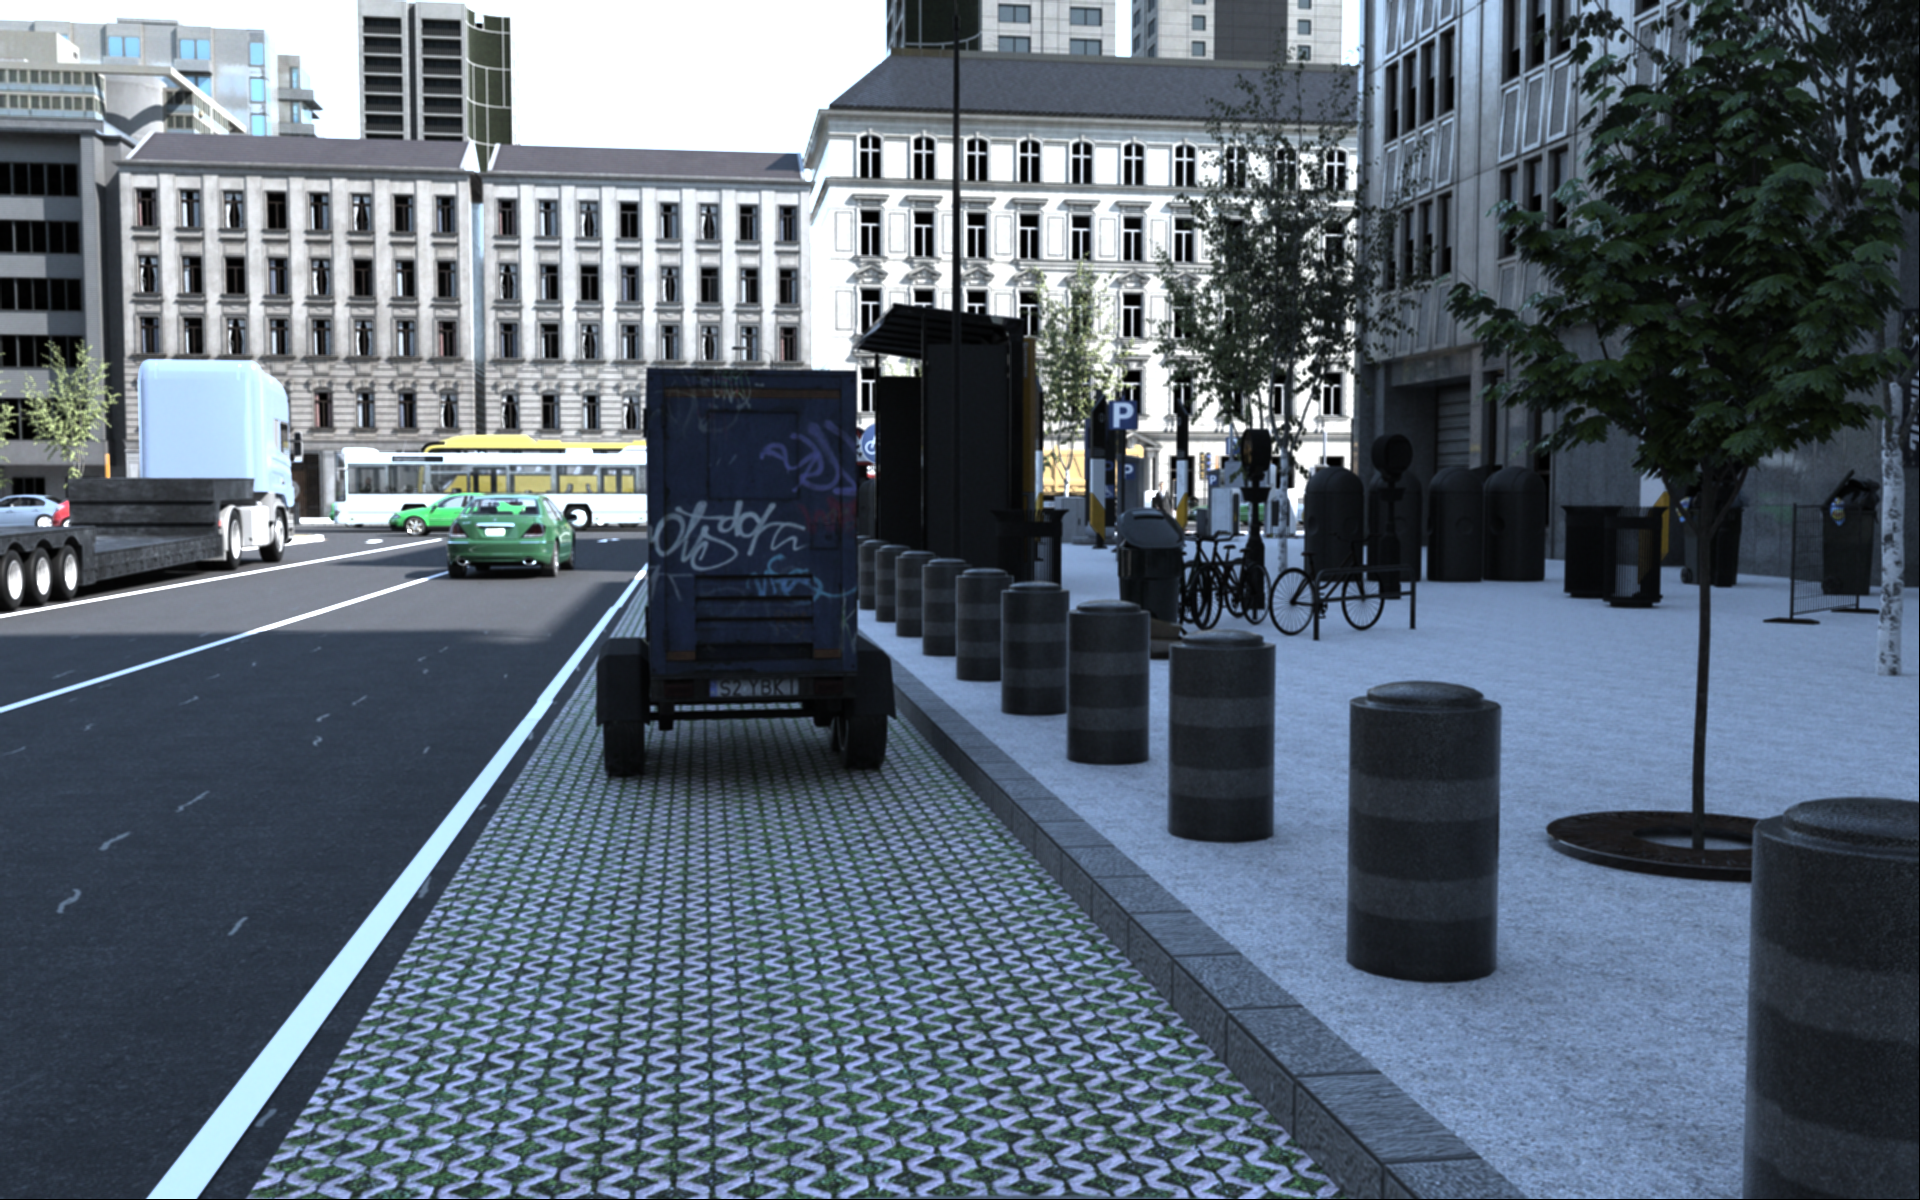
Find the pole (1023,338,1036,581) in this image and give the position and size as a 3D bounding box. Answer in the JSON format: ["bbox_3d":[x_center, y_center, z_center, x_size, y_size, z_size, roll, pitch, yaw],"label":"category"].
[{"bbox_3d":[0.890,-1.769,22.771,0.158,3.312,0.155,0,3,0],"label":"pole"}]

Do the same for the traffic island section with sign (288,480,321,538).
[{"bbox_3d":[-20.758,-2.757,53.206,2.006,1.907,1.989,-1,4,-8],"label":"traffic island section with sign"}]

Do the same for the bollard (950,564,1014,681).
[{"bbox_3d":[0.172,0.165,12.024,0.404,0.777,0.398,0,3,0],"label":"bollard"}]

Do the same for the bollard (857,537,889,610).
[{"bbox_3d":[-0.929,-0.283,19.337,0.404,0.777,0.398,0,3,0],"label":"bollard"}]

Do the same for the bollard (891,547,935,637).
[{"bbox_3d":[-0.381,-0.058,15.673,0.404,0.777,0.398,0,3,0],"label":"bollard"}]

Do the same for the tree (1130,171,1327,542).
[{"bbox_3d":[6.331,-5.412,38.848,4.737,8.622,4.395,0,3,0],"label":"tree"}]

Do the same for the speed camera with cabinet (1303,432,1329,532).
[{"bbox_3d":[11.469,-3.760,55.817,0.660,3.252,2.038,0,4,5],"label":"speed camera with cabinet"}]

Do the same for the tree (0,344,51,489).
[{"bbox_3d":[-47.565,-8.160,83.786,4.737,8.622,4.395,0,3,0],"label":"tree"}]

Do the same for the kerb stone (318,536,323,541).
[{"bbox_3d":[-19.658,-1.884,53.006,0.120,0.150,1.000,-1,4,-8],"label":"kerb stone"}]

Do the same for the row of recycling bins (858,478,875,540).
[{"bbox_3d":[-1.735,-2.290,44.551,1.069,1.692,3.534,-2,4,-23],"label":"row of recycling bins"}]

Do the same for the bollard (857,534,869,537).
[{"bbox_3d":[-1.198,-0.394,21.163,0.404,0.777,0.398,0,3,0],"label":"bollard"}]

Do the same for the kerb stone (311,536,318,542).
[{"bbox_3d":[-19.515,-1.818,51.986,0.120,0.150,1.000,-1,4,-8],"label":"kerb stone"}]

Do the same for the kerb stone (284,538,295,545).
[{"bbox_3d":[-19.052,-1.636,48.940,0.120,0.150,1.000,-1,4,-8],"label":"kerb stone"}]

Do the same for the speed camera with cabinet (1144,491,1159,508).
[{"bbox_3d":[10.098,-6.190,95.540,2.038,3.252,0.660,-1,4,-15],"label":"speed camera with cabinet"}]

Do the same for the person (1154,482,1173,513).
[{"bbox_3d":[7.088,-3.186,60.372,0.659,1.850,0.755,0,4,8],"label":"person"}]

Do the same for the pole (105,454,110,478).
[{"bbox_3d":[-43.207,-5.748,87.824,0.158,3.312,0.155,0,3,0],"label":"pole"}]

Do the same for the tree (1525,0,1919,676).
[{"bbox_3d":[6.376,-3.766,11.933,4.360,8.622,3.978,0,3,0],"label":"tree"}]

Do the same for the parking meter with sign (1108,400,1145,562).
[{"bbox_3d":[3.288,-2.254,33.109,0.543,3.016,1.738,1,4,17],"label":"parking meter with sign"}]

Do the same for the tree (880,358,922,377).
[{"bbox_3d":[-2.672,-8.598,90.939,4.737,8.622,4.395,0,3,0],"label":"tree"}]

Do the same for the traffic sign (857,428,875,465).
[{"bbox_3d":[-1.963,-1.968,32.180,0.884,2.594,0.081,0,4,-8],"label":"traffic sign"}]

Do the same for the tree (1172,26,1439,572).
[{"bbox_3d":[5.559,-4.769,28.338,4.360,8.622,3.978,0,3,0],"label":"tree"}]

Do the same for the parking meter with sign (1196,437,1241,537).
[{"bbox_3d":[7.818,-3.435,52.417,0.543,3.016,1.738,3,5,43],"label":"parking meter with sign"}]

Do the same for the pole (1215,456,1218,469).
[{"bbox_3d":[13.640,-6.004,92.014,0.158,3.312,0.155,0,3,0],"label":"pole"}]

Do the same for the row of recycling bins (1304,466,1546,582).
[{"bbox_3d":[6.896,-1.133,25.635,3.534,1.692,1.069,0,4,-2],"label":"row of recycling bins"}]

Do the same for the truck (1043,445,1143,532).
[{"bbox_3d":[1.377,-3.967,60.791,9.791,3.379,3.469,0,4,-8],"label":"truck"}]

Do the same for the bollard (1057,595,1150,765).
[{"bbox_3d":[0.717,0.388,8.371,0.404,0.777,0.398,0,3,0],"label":"bollard"}]

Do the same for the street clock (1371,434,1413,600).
[{"bbox_3d":[5.252,-1.012,21.110,0.471,2.002,0.358,-2,4,-30],"label":"street clock"}]

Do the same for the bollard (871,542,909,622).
[{"bbox_3d":[-0.654,-0.170,17.498,0.404,0.777,0.398,0,3,0],"label":"bollard"}]

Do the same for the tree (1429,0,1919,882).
[{"bbox_3d":[2.522,-0.707,6.165,1.663,3.219,1.824,0,3,0],"label":"tree"}]

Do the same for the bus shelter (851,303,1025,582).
[{"bbox_3d":[-0.411,-2.034,24.544,1.731,3.624,6.357,-1,4,-8],"label":"bus shelter"}]

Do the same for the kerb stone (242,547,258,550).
[{"bbox_3d":[-18.441,-1.387,44.868,0.120,0.150,1.000,-1,4,-8],"label":"kerb stone"}]

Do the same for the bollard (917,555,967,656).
[{"bbox_3d":[-0.101,0.053,13.849,0.404,0.777,0.398,0,3,0],"label":"bollard"}]

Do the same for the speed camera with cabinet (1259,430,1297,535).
[{"bbox_3d":[9.808,-3.656,54.117,0.660,3.252,2.038,3,4,39],"label":"speed camera with cabinet"}]

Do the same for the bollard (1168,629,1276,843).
[{"bbox_3d":[0.989,0.500,6.546,0.404,0.777,0.398,0,3,0],"label":"bollard"}]

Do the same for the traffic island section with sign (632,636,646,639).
[{"bbox_3d":[-1.936,-0.388,14.969,1.989,1.847,2.006,-1,4,-8],"label":"traffic island section with sign"}]

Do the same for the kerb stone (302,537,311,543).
[{"bbox_3d":[-19.358,-1.757,50.973,0.120,0.150,1.000,-1,4,-8],"label":"kerb stone"}]

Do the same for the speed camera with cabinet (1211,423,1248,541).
[{"bbox_3d":[7.484,-3.270,47.794,0.660,3.252,2.038,2,4,23],"label":"speed camera with cabinet"}]

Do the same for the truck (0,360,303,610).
[{"bbox_3d":[-14.227,-2.412,29.194,2.967,4.110,18.799,-1,4,-10],"label":"truck"}]

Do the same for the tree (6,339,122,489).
[{"bbox_3d":[-41.797,-8.023,81.536,4.737,8.622,4.395,0,3,0],"label":"tree"}]

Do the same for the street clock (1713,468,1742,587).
[{"bbox_3d":[10.535,-1.179,23.851,0.471,2.002,0.358,1,4,12],"label":"street clock"}]

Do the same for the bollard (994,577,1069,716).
[{"bbox_3d":[0.443,0.276,10.199,0.404,0.777,0.398,0,3,0],"label":"bollard"}]

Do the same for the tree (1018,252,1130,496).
[{"bbox_3d":[3.365,-6.316,53.630,4.737,8.622,4.395,0,3,0],"label":"tree"}]

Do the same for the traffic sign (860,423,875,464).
[{"bbox_3d":[-1.377,-1.870,30.683,0.768,2.556,0.104,0,4,0],"label":"traffic sign"}]

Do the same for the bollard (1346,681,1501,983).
[{"bbox_3d":[1.261,0.611,4.721,0.404,0.777,0.398,0,3,0],"label":"bollard"}]

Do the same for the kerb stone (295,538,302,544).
[{"bbox_3d":[-19.216,-1.694,49.953,0.120,0.150,1.000,-1,4,-8],"label":"kerb stone"}]

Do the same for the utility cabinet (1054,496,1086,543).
[{"bbox_3d":[2.918,-2.107,45.611,0.306,1.237,1.020,3,5,42],"label":"utility cabinet"}]

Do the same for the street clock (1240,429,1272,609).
[{"bbox_3d":[3.290,-0.900,19.290,0.358,2.002,0.471,0,4,-7],"label":"street clock"}]

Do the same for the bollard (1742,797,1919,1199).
[{"bbox_3d":[1.536,0.723,2.896,0.404,0.777,0.398,0,3,0],"label":"bollard"}]

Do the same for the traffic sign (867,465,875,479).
[{"bbox_3d":[-2.810,-3.397,55.646,0.768,2.556,0.104,0,4,-3],"label":"traffic sign"}]
